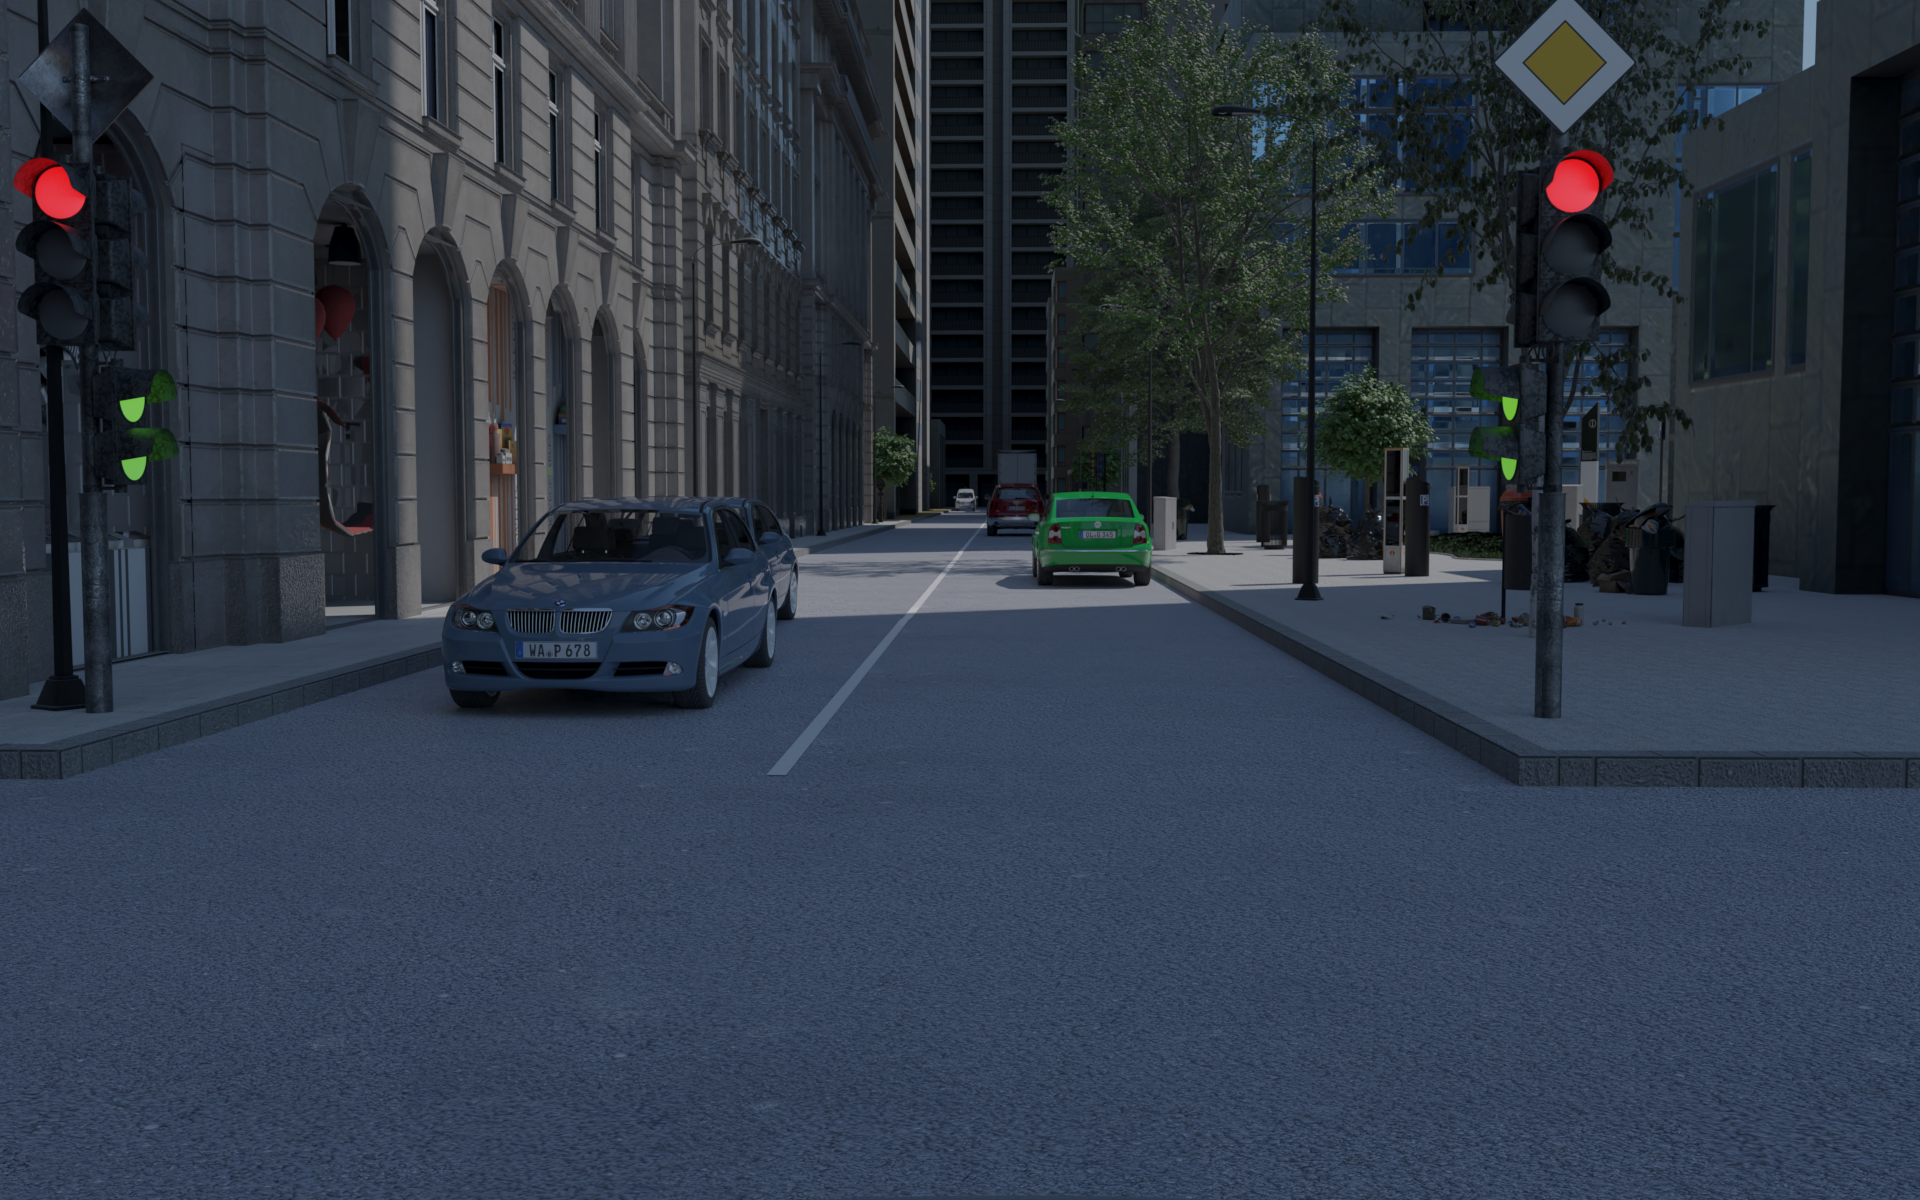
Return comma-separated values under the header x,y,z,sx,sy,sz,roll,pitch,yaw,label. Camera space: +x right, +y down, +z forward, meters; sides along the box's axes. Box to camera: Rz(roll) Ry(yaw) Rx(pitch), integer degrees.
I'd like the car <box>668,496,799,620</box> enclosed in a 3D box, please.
x,y,z,sx,sy,sz,roll,pitch,yaw,label
-2.829,-0.400,18.550,2.014,1.417,4.499,0,4,3,car

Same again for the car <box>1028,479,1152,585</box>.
x,y,z,sx,sy,sz,roll,pitch,yaw,label
2.111,-1.207,28.526,1.959,1.807,4.718,0,4,0,car

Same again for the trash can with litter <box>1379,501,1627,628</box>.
x,y,z,sx,sy,sz,roll,pitch,yaw,label
5.333,-0.380,17.270,2.233,1.210,1.678,3,5,39,trash can with litter

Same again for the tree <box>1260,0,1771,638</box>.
x,y,z,sx,sy,sz,roll,pitch,yaw,label
4.985,-3.956,15.044,4.360,8.622,3.978,0,3,0,tree

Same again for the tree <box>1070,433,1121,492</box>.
x,y,z,sx,sy,sz,roll,pitch,yaw,label
7.389,-6.652,92.476,4.285,4.588,4.351,0,3,0,tree

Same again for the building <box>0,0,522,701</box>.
x,y,z,sx,sy,sz,roll,pitch,yaw,label
-11.489,-10.986,21.421,13.314,21.916,24.055,0,4,2,building

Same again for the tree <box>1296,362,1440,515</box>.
x,y,z,sx,sy,sz,roll,pitch,yaw,label
10.155,-3.620,42.903,4.285,4.588,4.351,0,3,0,tree

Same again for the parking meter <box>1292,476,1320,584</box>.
x,y,z,sx,sy,sz,roll,pitch,yaw,label
4.965,-1.006,24.854,0.372,1.533,0.369,0,3,0,parking meter

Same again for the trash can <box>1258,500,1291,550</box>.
x,y,z,sx,sy,sz,roll,pitch,yaw,label
7.267,-1.737,40.051,0.748,1.137,0.748,0,3,0,trash can

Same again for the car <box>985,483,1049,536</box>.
x,y,z,sx,sy,sz,roll,pitch,yaw,label
1.983,-3.168,60.473,2.281,1.827,5.304,0,4,2,car

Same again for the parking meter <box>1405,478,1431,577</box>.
x,y,z,sx,sy,sz,roll,pitch,yaw,label
7.132,-1.137,26.995,0.372,1.533,0.369,0,3,0,parking meter

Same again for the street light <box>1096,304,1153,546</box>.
x,y,z,sx,sy,sz,roll,pitch,yaw,label
4.116,-4.279,42.509,1.470,5.913,1.316,0,4,2,street light

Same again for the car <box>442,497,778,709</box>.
x,y,z,sx,sy,sz,roll,pitch,yaw,label
-2.465,-0.068,13.114,2.014,1.417,4.499,0,4,2,car

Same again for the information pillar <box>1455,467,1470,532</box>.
x,y,z,sx,sy,sz,roll,pitch,yaw,label
13.630,-2.601,47.024,0.304,2.012,0.304,0,4,5,information pillar

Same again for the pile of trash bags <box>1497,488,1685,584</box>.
x,y,z,sx,sy,sz,roll,pitch,yaw,label
8.985,-0.928,24.918,3.447,1.369,1.912,-2,4,-34,pile of trash bags

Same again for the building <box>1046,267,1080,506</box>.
x,y,z,sx,sy,sz,roll,pitch,yaw,label
21.417,-18.426,146.310,27.650,21.520,28.899,0,4,2,building

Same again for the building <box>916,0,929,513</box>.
x,y,z,sx,sy,sz,roll,pitch,yaw,label
-13.272,-35.376,120.389,21.231,58.520,28.212,0,4,2,building

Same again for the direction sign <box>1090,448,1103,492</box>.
x,y,z,sx,sy,sz,roll,pitch,yaw,label
6.626,-5.640,84.214,0.379,3.537,0.876,-3,5,-41,direction sign

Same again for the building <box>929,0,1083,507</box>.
x,y,z,sx,sy,sz,roll,pitch,yaw,label
6.812,-45.236,177.862,20.611,71.187,20.563,0,4,2,building

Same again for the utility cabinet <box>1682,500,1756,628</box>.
x,y,z,sx,sy,sz,roll,pitch,yaw,label
7.456,-0.359,17.029,1.020,1.237,0.306,-3,5,-45,utility cabinet

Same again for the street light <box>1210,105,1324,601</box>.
x,y,z,sx,sy,sz,roll,pitch,yaw,label
3.693,-2.954,20.844,1.470,5.913,1.316,0,4,2,street light

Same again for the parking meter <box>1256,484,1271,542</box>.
x,y,z,sx,sy,sz,roll,pitch,yaw,label
8.065,-2.300,46.013,0.372,1.533,0.369,0,3,0,parking meter

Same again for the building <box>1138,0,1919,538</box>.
x,y,z,sx,sy,sz,roll,pitch,yaw,label
18.662,-46.138,67.024,22.319,86.520,31.000,0,4,2,building

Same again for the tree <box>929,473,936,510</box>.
x,y,z,sx,sy,sz,roll,pitch,yaw,label
-2.638,-8.781,138.178,1.663,3.219,1.824,0,3,0,tree

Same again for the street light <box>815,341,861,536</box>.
x,y,z,sx,sy,sz,roll,pitch,yaw,label
-3.706,-4.909,52.805,1.470,5.913,1.316,0,4,2,street light

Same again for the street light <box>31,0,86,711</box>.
x,y,z,sx,sy,sz,roll,pitch,yaw,label
-4.837,-2.303,10.201,1.470,5.913,1.316,0,4,2,street light

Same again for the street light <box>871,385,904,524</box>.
x,y,z,sx,sy,sz,roll,pitch,yaw,label
-3.097,-6.211,74.093,1.470,5.913,1.316,0,4,2,street light

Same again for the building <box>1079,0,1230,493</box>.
x,y,z,sx,sy,sz,roll,pitch,yaw,label
13.912,-20.129,100.811,14.160,30.474,14.107,0,4,2,building

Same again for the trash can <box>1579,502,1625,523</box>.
x,y,z,sx,sy,sz,roll,pitch,yaw,label
10.886,-1.087,29.419,0.748,1.137,0.748,0,3,0,trash can

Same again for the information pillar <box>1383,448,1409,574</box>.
x,y,z,sx,sy,sz,roll,pitch,yaw,label
6.984,-1.422,27.749,0.304,2.012,0.304,2,4,33,information pillar

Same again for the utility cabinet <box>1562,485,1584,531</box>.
x,y,z,sx,sy,sz,roll,pitch,yaw,label
14.150,-1.976,40.984,0.318,1.500,1.173,-3,4,-36,utility cabinet

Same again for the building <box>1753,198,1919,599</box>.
x,y,z,sx,sy,sz,roll,pitch,yaw,label
26.640,-43.152,18.200,31.000,86.520,22.319,0,4,2,building

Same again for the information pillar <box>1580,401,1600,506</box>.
x,y,z,sx,sy,sz,roll,pitch,yaw,label
16.015,-3.221,44.023,0.183,3.616,0.504,-2,4,-33,information pillar

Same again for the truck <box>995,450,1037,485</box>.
x,y,z,sx,sy,sz,roll,pitch,yaw,label
3.762,-7.761,115.804,2.839,4.237,11.283,0,4,1,truck

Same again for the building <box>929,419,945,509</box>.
x,y,z,sx,sy,sz,roll,pitch,yaw,label
-17.195,-51.144,148.873,31.000,86.520,22.319,0,4,2,building

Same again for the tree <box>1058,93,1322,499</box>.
x,y,z,sx,sy,sz,roll,pitch,yaw,label
6.570,-8.048,49.712,7.486,12.596,7.792,0,3,0,tree

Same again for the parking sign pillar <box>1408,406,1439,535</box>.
x,y,z,sx,sy,sz,roll,pitch,yaw,label
13.810,-3.915,52.486,1.447,3.967,1.447,1,4,22,parking sign pillar

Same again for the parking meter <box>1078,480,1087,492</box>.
x,y,z,sx,sy,sz,roll,pitch,yaw,label
5.235,-4.162,73.758,0.255,1.863,0.399,-2,4,-26,parking meter

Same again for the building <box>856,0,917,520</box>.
x,y,z,sx,sy,sz,roll,pitch,yaw,label
-13.624,-28.877,95.834,21.300,48.544,21.600,0,4,2,building

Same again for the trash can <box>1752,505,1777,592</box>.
x,y,z,sx,sy,sz,roll,pitch,yaw,label
10.347,-0.685,22.855,0.748,1.137,0.748,0,3,0,trash can

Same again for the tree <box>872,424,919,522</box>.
x,y,z,sx,sy,sz,roll,pitch,yaw,label
-3.585,-5.979,81.470,4.285,4.588,4.351,0,3,0,tree

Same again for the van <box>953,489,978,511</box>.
x,y,z,sx,sy,sz,roll,pitch,yaw,label
0.476,-8.434,144.902,2.013,2.044,4.112,0,4,1,van

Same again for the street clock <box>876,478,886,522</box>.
x,y,z,sx,sy,sz,roll,pitch,yaw,label
-3.576,-4.505,78.228,0.471,2.002,0.358,1,4,12,street clock

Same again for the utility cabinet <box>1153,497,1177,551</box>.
x,y,z,sx,sy,sz,roll,pitch,yaw,label
4.715,-1.750,39.777,0.306,1.237,1.020,1,4,21,utility cabinet

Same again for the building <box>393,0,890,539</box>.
x,y,z,sx,sy,sz,roll,pitch,yaw,label
-10.035,-13.612,64.356,13.314,21.916,24.055,0,4,2,building

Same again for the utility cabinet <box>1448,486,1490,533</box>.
x,y,z,sx,sy,sz,roll,pitch,yaw,label
14.882,-2.567,50.656,1.173,1.500,0.318,-1,4,-15,utility cabinet

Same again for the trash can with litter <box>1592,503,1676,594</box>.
x,y,z,sx,sy,sz,roll,pitch,yaw,label
8.629,-0.665,22.258,0.624,1.170,1.055,-2,4,-32,trash can with litter

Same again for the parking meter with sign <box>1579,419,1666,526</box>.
x,y,z,sx,sy,sz,roll,pitch,yaw,label
14.709,-2.585,38.534,1.738,3.016,0.543,1,4,17,parking meter with sign

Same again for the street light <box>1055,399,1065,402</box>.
x,y,z,sx,sy,sz,roll,pitch,yaw,label
5.353,-6.876,84.971,1.470,5.913,1.316,0,4,2,street light

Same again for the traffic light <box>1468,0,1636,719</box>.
x,y,z,sx,sy,sz,roll,pitch,yaw,label
3.363,-1.280,9.850,0.839,4.253,0.868,0,4,2,traffic light

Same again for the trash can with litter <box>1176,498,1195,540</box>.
x,y,z,sx,sy,sz,roll,pitch,yaw,label
6.009,-2.239,47.996,0.624,1.170,1.055,2,4,34,trash can with litter

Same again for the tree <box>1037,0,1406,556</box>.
x,y,z,sx,sy,sz,roll,pitch,yaw,label
5.236,-6.760,36.277,9.928,11.665,9.643,0,3,0,tree

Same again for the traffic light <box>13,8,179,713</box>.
x,y,z,sx,sy,sz,roll,pitch,yaw,label
-5.046,-1.294,10.070,0.839,4.253,0.868,0,4,2,traffic light

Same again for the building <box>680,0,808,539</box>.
x,y,z,sx,sy,sz,roll,pitch,yaw,label
-9.594,-11.871,43.241,9.793,20.994,18.267,0,4,2,building

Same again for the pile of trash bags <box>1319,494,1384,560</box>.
x,y,z,sx,sy,sz,roll,pitch,yaw,label
7.902,-1.558,35.219,1.912,1.369,3.447,-2,4,-24,pile of trash bags

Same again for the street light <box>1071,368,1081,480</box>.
x,y,z,sx,sy,sz,roll,pitch,yaw,label
4.786,-5.578,63.738,1.470,5.913,1.316,0,4,2,street light

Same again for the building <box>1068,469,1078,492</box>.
x,y,z,sx,sy,sz,roll,pitch,yaw,label
23.794,-26.139,119.258,32.217,40.220,23.993,0,4,2,building

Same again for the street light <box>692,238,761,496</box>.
x,y,z,sx,sy,sz,roll,pitch,yaw,label
-4.299,-3.611,31.574,1.470,5.913,1.316,0,4,2,street light
